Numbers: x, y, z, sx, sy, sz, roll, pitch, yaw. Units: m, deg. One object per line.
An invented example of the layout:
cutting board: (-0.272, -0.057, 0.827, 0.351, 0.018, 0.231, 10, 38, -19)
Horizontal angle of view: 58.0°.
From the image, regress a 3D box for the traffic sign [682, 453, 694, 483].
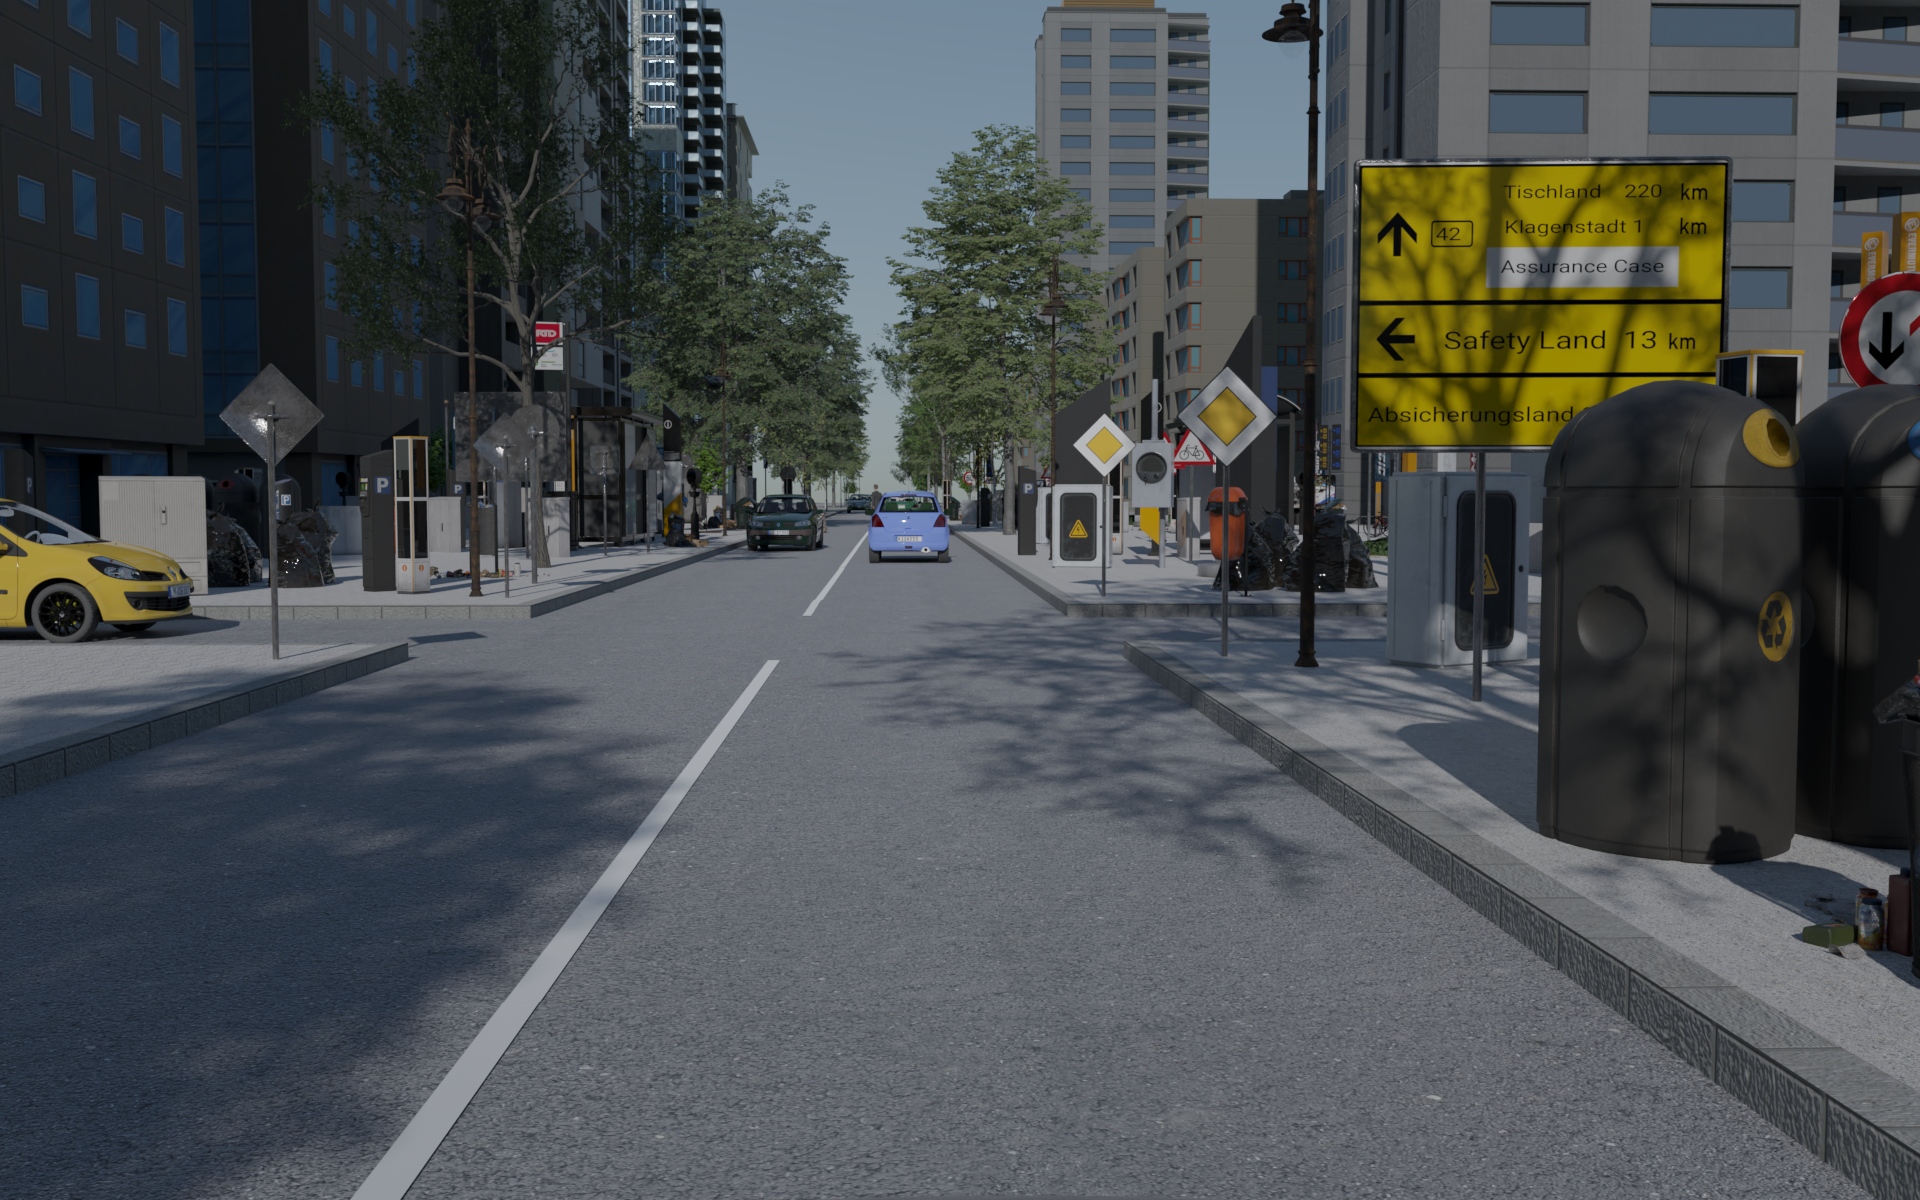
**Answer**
traffic sign: (-8.686, -3.304, 54.134, 0.768, 2.556, 0.104, 0, 4, 6)

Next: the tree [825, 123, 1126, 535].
tree: (1.133, -8.315, 54.084, 7.486, 12.596, 7.792, 0, 3, 0)

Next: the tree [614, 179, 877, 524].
tree: (-9.003, -10.006, 70.248, 9.857, 13.997, 8.962, 0, 3, 0)

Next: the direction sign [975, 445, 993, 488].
direction sign: (1.131, -5.418, 80.580, 0.876, 3.537, 0.379, 1, 4, 22)

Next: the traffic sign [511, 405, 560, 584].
traffic sign: (-6.087, -1.504, 24.705, 0.768, 2.556, 0.104, 0, 4, 5)

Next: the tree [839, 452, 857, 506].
tree: (-12.348, -12.552, 155.592, 4.737, 8.622, 4.395, 0, 3, 0)

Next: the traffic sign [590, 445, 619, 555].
traffic sign: (-7.428, -2.086, 36.240, 0.606, 2.300, 0.079, 0, 4, -1)

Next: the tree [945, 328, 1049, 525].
tree: (1.664, -7.412, 71.545, 4.737, 8.622, 4.395, 0, 3, 0)

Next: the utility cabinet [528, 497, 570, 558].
utility cabinet: (-8.401, -1.476, 35.288, 1.020, 1.237, 0.306, 3, 4, 37)

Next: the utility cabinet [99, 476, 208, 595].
utility cabinet: (-10.060, -0.791, 21.620, 1.173, 1.500, 0.318, -2, 4, -32)

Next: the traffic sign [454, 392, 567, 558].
traffic sign: (-8.972, -2.489, 34.576, 2.265, 3.308, 0.079, 0, 4, 5)

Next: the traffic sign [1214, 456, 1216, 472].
traffic sign: (5.200, -1.922, 33.561, 0.606, 2.300, 0.079, 0, 4, 1)

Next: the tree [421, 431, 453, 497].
tree: (-16.358, -3.571, 52.988, 1.663, 3.219, 1.824, 0, 3, 0)

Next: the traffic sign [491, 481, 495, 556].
traffic sign: (-9.609, -2.179, 35.625, 0.884, 2.594, 0.081, 0, 4, 3)

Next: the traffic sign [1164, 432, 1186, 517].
traffic sign: (4.262, -2.212, 36.167, 0.884, 2.594, 0.081, 0, 4, 4)

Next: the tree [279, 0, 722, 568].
tree: (-7.604, -5.833, 29.790, 7.601, 10.594, 8.767, 0, 4, -4)

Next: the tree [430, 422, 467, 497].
tree: (-23.482, -5.772, 78.090, 4.285, 4.588, 4.351, 0, 3, 0)

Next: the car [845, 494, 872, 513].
car: (-7.618, -7.290, 130.986, 2.131, 1.459, 4.920, 0, 4, -2)

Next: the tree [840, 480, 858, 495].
tree: (-14.840, -14.421, 230.389, 1.663, 3.219, 1.824, 0, 3, 0)

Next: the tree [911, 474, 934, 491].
tree: (-4.684, -14.356, 218.428, 4.285, 4.588, 4.351, 0, 3, 0)

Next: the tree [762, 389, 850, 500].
tree: (-9.678, -9.394, 103.951, 4.360, 8.622, 3.978, 0, 3, 0)

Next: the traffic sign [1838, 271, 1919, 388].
traffic sign: (5.414, -0.605, 10.006, 0.768, 2.556, 0.104, 0, 4, 1)

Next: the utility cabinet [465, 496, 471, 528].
utility cabinet: (-18.720, -3.298, 65.086, 1.020, 1.237, 0.306, -2, 4, -24)

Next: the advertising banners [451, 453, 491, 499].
advertising banners: (-20.773, -4.772, 74.212, 2.074, 3.025, 0.090, 0, 4, 3)

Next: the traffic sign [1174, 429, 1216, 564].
traffic sign: (4.238, -1.941, 31.738, 0.884, 2.594, 0.081, 0, 4, 2)

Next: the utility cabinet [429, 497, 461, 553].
utility cabinet: (-11.398, -1.656, 38.245, 0.306, 1.237, 1.020, -3, 5, -43)

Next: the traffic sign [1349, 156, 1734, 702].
traffic sign: (3.521, -1.023, 10.595, 2.265, 3.308, 0.079, 0, 4, 2)

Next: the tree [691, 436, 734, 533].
tree: (-8.277, -3.839, 57.362, 1.663, 3.219, 1.824, 0, 3, 0)

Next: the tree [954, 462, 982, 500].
tree: (0.634, -6.616, 102.767, 1.663, 3.219, 1.824, 0, 3, 0)

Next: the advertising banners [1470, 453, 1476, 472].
advertising banners: (17.359, -3.740, 57.332, 0.090, 3.025, 2.074, -1, 4, -11)

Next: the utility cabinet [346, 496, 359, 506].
utility cabinet: (-18.568, -2.617, 53.945, 1.020, 1.237, 0.306, 1, 4, 11)

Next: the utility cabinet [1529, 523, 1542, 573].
utility cabinet: (9.630, -1.022, 27.864, 0.306, 1.237, 1.020, -3, 4, -38)

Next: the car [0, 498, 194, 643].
car: (-9.828, -0.436, 17.355, 3.980, 1.641, 2.015, 0, 4, -2)

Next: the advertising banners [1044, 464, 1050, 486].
advertising banners: (4.059, -5.815, 91.268, 0.090, 3.025, 2.074, -3, 5, -40)

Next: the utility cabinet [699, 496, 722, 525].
utility cabinet: (-10.089, -3.586, 69.792, 1.020, 1.237, 0.306, 0, 4, -6)

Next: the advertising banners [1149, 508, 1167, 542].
advertising banners: (5.134, -3.019, 45.553, 0.090, 3.025, 2.074, -1, 4, -8)

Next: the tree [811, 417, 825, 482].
tree: (-12.358, -15.624, 173.580, 7.486, 12.596, 7.792, 0, 3, 0)

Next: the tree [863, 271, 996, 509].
tree: (-2.262, -17.976, 149.803, 12.611, 20.169, 13.585, 0, 3, 0)

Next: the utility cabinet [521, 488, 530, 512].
utility cabinet: (-15.332, -3.157, 60.294, 1.173, 1.500, 0.318, 3, 5, 39)

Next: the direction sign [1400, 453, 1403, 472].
direction sign: (15.886, -4.298, 62.267, 0.379, 3.537, 0.876, 0, 4, 7)

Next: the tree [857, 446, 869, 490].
tree: (-12.220, -14.454, 186.677, 4.737, 8.622, 4.395, 0, 3, 0)

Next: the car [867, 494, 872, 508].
car: (-8.828, -9.348, 162.618, 2.009, 1.686, 4.222, 0, 4, -4)

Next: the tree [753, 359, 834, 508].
tree: (-9.442, -8.737, 93.204, 4.737, 8.622, 4.395, 0, 3, 0)

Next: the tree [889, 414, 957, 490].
tree: (-4.560, -19.239, 231.561, 9.611, 12.733, 9.660, 0, 3, 0)

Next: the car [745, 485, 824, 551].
car: (-4.499, -2.142, 44.814, 2.009, 1.686, 4.222, 0, 4, 0)

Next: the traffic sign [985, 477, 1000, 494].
traffic sign: (1.681, -5.571, 91.094, 0.884, 2.594, 0.081, 0, 4, 7)

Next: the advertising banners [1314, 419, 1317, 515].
advertising banners: (8.150, -2.671, 39.857, 0.090, 3.025, 2.074, 1, 4, 15)

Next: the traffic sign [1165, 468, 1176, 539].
traffic sign: (5.653, -2.924, 47.816, 0.884, 2.594, 0.081, 0, 4, 1)

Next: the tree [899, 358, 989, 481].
tree: (-0.615, -12.220, 125.556, 9.928, 11.665, 9.643, 0, 3, 0)

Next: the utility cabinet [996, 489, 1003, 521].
utility cabinet: (2.160, -4.469, 81.754, 0.318, 1.500, 1.173, -2, 4, -31)

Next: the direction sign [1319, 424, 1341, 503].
direction sign: (12.059, -3.946, 56.516, 0.379, 3.537, 0.876, -3, 4, -38)

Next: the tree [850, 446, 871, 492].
tree: (-12.321, -14.911, 194.153, 4.360, 8.622, 3.978, 0, 3, 0)

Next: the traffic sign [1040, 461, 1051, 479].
traffic sign: (3.236, -3.692, 60.366, 0.884, 2.594, 0.081, 0, 3, 0)

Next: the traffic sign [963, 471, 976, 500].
traffic sign: (0.557, -5.853, 95.804, 0.768, 2.556, 0.104, 0, 4, 6)

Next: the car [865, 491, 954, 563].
car: (-1.092, -1.688, 37.197, 1.945, 1.707, 3.694, 0, 4, -2)
